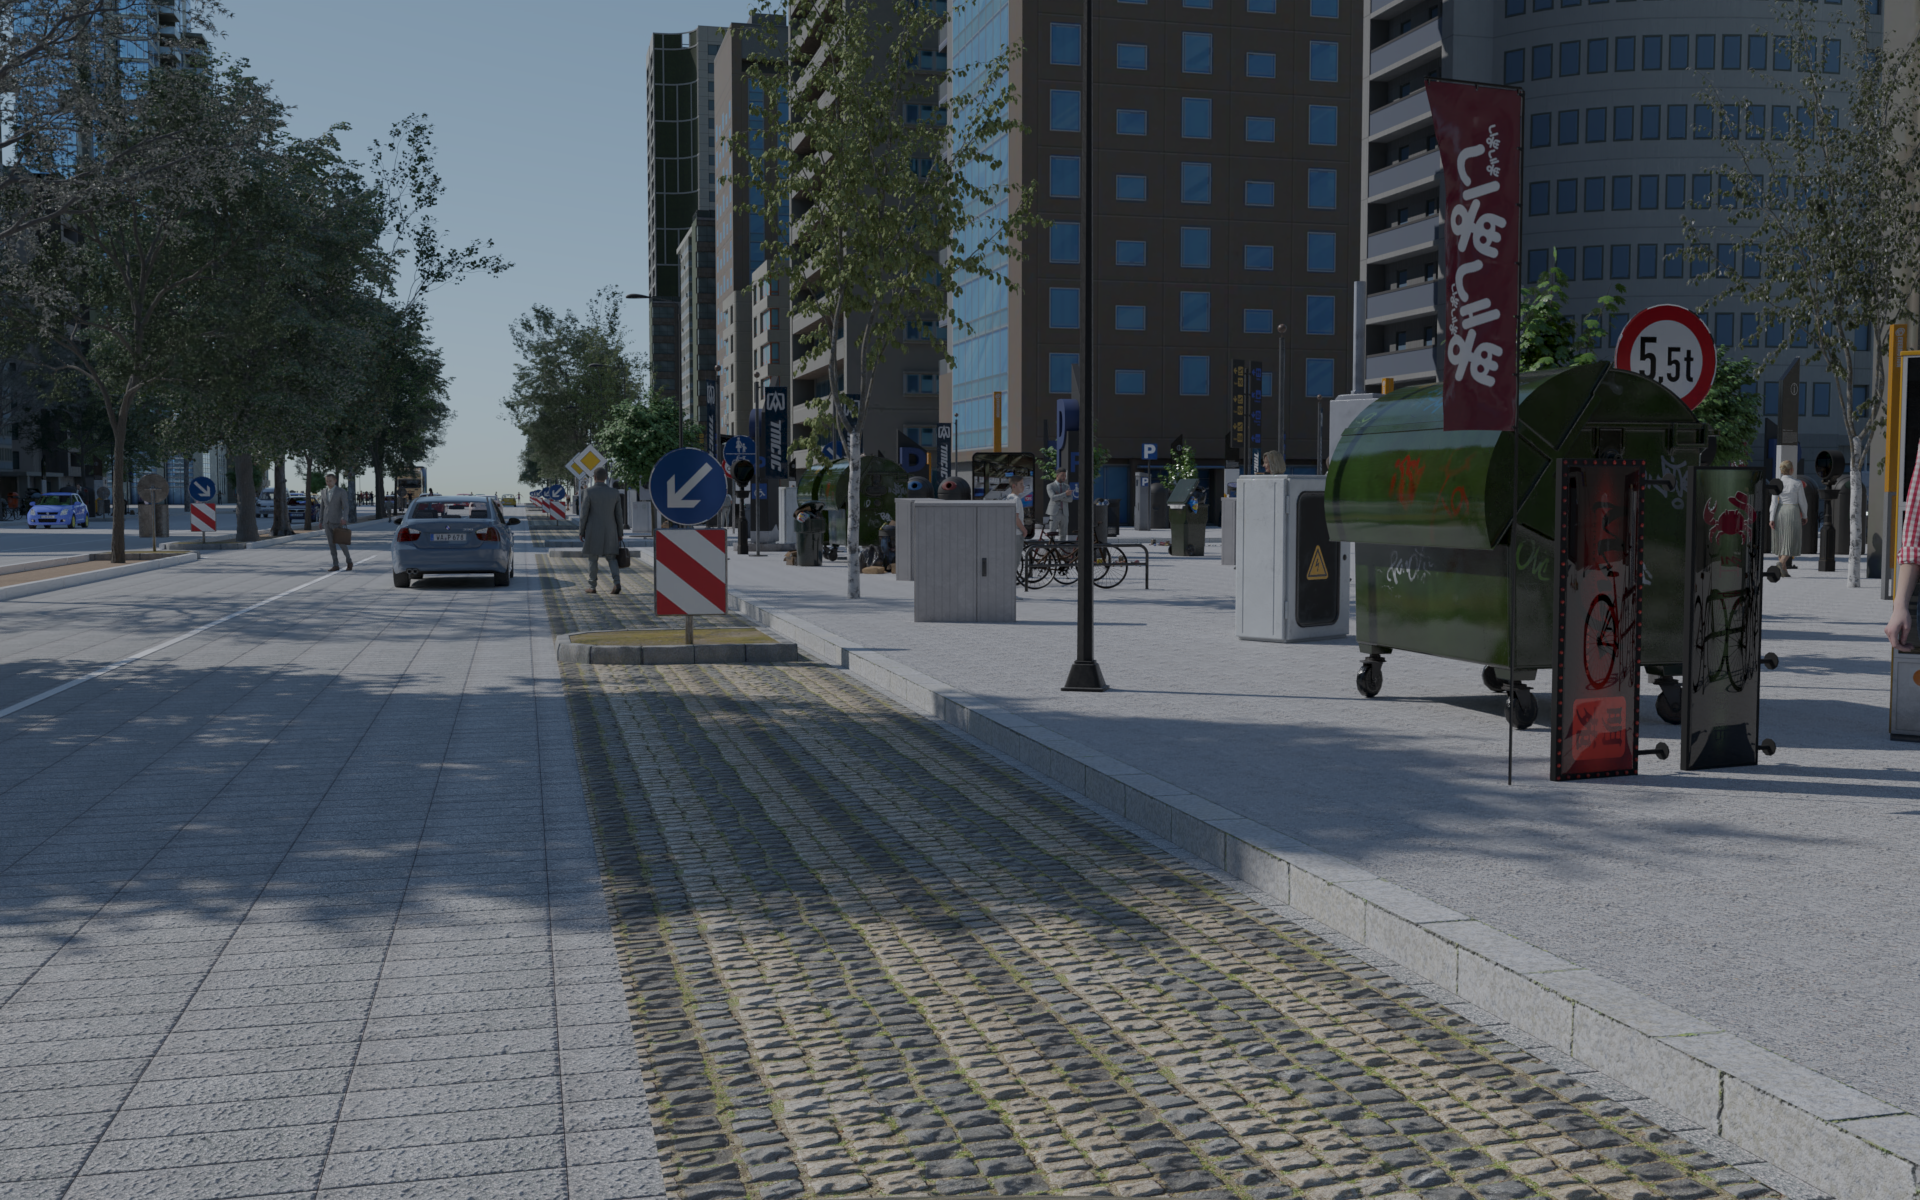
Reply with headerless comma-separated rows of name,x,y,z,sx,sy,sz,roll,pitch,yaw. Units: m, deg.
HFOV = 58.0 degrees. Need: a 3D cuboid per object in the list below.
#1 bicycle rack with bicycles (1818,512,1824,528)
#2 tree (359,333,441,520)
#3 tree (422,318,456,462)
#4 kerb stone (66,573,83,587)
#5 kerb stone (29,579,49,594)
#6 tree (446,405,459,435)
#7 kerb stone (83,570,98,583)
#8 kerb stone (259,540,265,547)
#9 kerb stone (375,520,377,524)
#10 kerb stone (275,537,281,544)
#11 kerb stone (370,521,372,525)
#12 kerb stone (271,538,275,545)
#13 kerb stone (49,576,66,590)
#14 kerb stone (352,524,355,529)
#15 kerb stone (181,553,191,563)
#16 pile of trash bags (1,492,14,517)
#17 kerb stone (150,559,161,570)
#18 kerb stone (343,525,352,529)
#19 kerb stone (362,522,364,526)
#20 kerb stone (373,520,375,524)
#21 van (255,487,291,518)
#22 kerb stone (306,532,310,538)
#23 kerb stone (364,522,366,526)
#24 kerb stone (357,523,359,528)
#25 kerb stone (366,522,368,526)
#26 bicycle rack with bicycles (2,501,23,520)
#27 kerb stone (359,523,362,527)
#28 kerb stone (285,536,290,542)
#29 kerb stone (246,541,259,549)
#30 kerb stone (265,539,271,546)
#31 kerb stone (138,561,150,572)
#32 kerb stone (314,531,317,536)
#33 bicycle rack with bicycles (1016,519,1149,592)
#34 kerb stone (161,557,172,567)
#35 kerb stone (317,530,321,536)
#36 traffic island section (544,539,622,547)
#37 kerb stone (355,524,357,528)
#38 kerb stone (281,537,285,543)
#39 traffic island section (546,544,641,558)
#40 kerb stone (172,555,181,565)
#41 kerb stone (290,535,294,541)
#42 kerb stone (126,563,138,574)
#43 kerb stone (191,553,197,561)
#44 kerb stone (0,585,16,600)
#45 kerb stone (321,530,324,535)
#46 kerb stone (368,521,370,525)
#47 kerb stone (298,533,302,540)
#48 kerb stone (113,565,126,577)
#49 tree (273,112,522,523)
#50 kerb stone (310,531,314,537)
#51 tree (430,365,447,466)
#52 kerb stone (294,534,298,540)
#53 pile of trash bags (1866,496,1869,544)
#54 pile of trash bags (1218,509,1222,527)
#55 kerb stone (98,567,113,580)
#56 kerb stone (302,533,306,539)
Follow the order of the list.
bicycle rack with bicycles,33.824,-3.175,65.298,2.852,0.926,2.925,-1,4,-19
tree,-32.264,-10.232,95.511,9.928,11.665,9.643,0,3,0
tree,-35.345,-12.007,105.425,9.857,13.997,8.962,0,3,0
kerb stone,-13.966,-0.301,27.125,0.120,0.150,1.000,-1,4,-14
kerb stone,-13.468,-0.180,25.142,0.120,0.150,1.000,-1,4,-14
tree,-37.378,-10.843,114.158,8.767,10.594,7.601,-1,4,-14
kerb stone,-14.217,-0.362,28.116,0.120,0.150,1.000,-1,4,-14
kerb stone,-18.872,-1.486,46.526,0.120,0.150,1.000,-1,4,-14
kerb stone,-27.936,-3.677,82.322,0.120,0.150,1.000,-1,4,-14
kerb stone,-19.630,-1.671,49.516,0.120,0.150,1.000,-1,4,-14
kerb stone,-27.174,-3.495,79.339,0.120,0.150,1.000,-1,4,-14
kerb stone,-19.381,-1.606,48.512,0.120,0.150,1.000,-1,4,-14
kerb stone,-13.721,-0.238,26.133,0.120,0.150,1.000,-1,4,-14
kerb stone,-25.164,-3.009,71.389,0.120,0.150,1.000,-1,4,-14
kerb stone,-16.229,-0.846,36.068,0.120,0.150,1.000,-1,4,-14
pile of trash bags,-53.064,-5.218,95.069,3.447,1.369,1.912,1,4,17
kerb stone,-15.475,-0.666,33.081,0.120,0.150,1.000,-1,4,-14
kerb stone,-24.911,-2.947,70.382,0.120,0.150,1.000,-1,4,-14
kerb stone,-26.169,-3.251,75.365,0.120,0.150,1.000,-1,4,-14
kerb stone,-27.681,-3.617,81.332,0.120,0.150,1.000,-1,4,-14
van,-41.925,-6.041,105.786,2.013,2.044,4.112,-1,4,-13
kerb stone,-21.394,-2.096,56.460,0.120,0.150,1.000,-1,4,-14
kerb stone,-26.427,-3.311,76.354,0.120,0.150,1.000,-1,4,-14
kerb stone,-25.667,-3.130,73.376,0.120,0.150,1.000,-1,4,-14
kerb stone,-26.676,-3.373,77.345,0.120,0.150,1.000,-1,4,-14
bicycle rack with bicycles,-47.472,-4.374,84.901,2.852,0.926,2.925,3,4,36
kerb stone,-25.914,-3.191,74.371,0.120,0.150,1.000,-1,4,-14
kerb stone,-20.132,-1.792,51.498,0.120,0.150,1.000,-1,4,-14
kerb stone,-18.624,-1.425,45.535,0.120,0.150,1.000,-1,4,-14
kerb stone,-19.122,-1.549,47.523,0.120,0.150,1.000,-1,4,-14
kerb stone,-15.226,-0.605,32.085,0.120,0.150,1.000,-1,4,-14
kerb stone,-21.898,-2.217,58.447,0.120,0.150,1.000,-1,4,-14
bicycle rack with bicycles,1.194,-0.644,23.904,2.925,0.926,2.852,-1,4,-19
kerb stone,-15.720,-0.727,34.083,0.120,0.150,1.000,-1,4,-14
kerb stone,-22.149,-2.278,59.441,0.120,0.150,1.000,-1,4,-14
traffic island section,-10.454,-1.566,47.890,2.009,0.180,2.903,-1,4,-14
kerb stone,-25.421,-3.069,72.378,0.120,0.150,1.000,-1,4,-14
kerb stone,-19.880,-1.731,50.507,0.120,0.150,1.000,-1,4,-14
traffic island section,-8.495,-1.093,40.148,2.009,0.180,2.903,-1,4,-14
kerb stone,-15.984,-0.788,35.071,0.120,0.150,1.000,-1,4,-14
kerb stone,-20.379,-1.853,52.491,0.120,0.150,1.000,-1,4,-14
kerb stone,-14.973,-0.541,31.094,0.120,0.150,1.000,-1,4,-14
kerb stone,-16.482,-0.909,37.059,0.120,0.150,1.000,-1,4,-14
kerb stone,-13.214,-0.119,24.145,0.120,0.150,1.000,-1,4,-14
kerb stone,-22.395,-2.339,60.437,0.120,0.150,1.000,-1,4,-14
kerb stone,-26.925,-3.433,78.348,0.120,0.150,1.000,-1,4,-14
kerb stone,-20.887,-1.970,54.474,0.120,0.150,1.000,-1,4,-14
kerb stone,-14.722,-0.483,30.100,0.120,0.150,1.000,-1,4,-14
tree,-28.632,-13.829,84.458,12.611,20.169,13.585,0,3,0
kerb stone,-21.641,-2.151,57.453,0.120,0.150,1.000,-1,4,-14
tree,-27.067,-8.426,74.639,8.767,10.594,7.601,-1,4,-14
kerb stone,-20.637,-1.911,53.483,0.120,0.150,1.000,-1,4,-14
pile of trash bags,23.943,-2.135,44.666,1.912,1.369,3.447,0,4,-6
pile of trash bags,11.764,-3.513,67.196,3.447,1.369,1.912,0,4,6
kerb stone,-14.467,-0.423,29.110,0.120,0.150,1.000,-1,4,-14
kerb stone,-21.140,-2.034,55.468,0.120,0.150,1.000,-1,4,-14
